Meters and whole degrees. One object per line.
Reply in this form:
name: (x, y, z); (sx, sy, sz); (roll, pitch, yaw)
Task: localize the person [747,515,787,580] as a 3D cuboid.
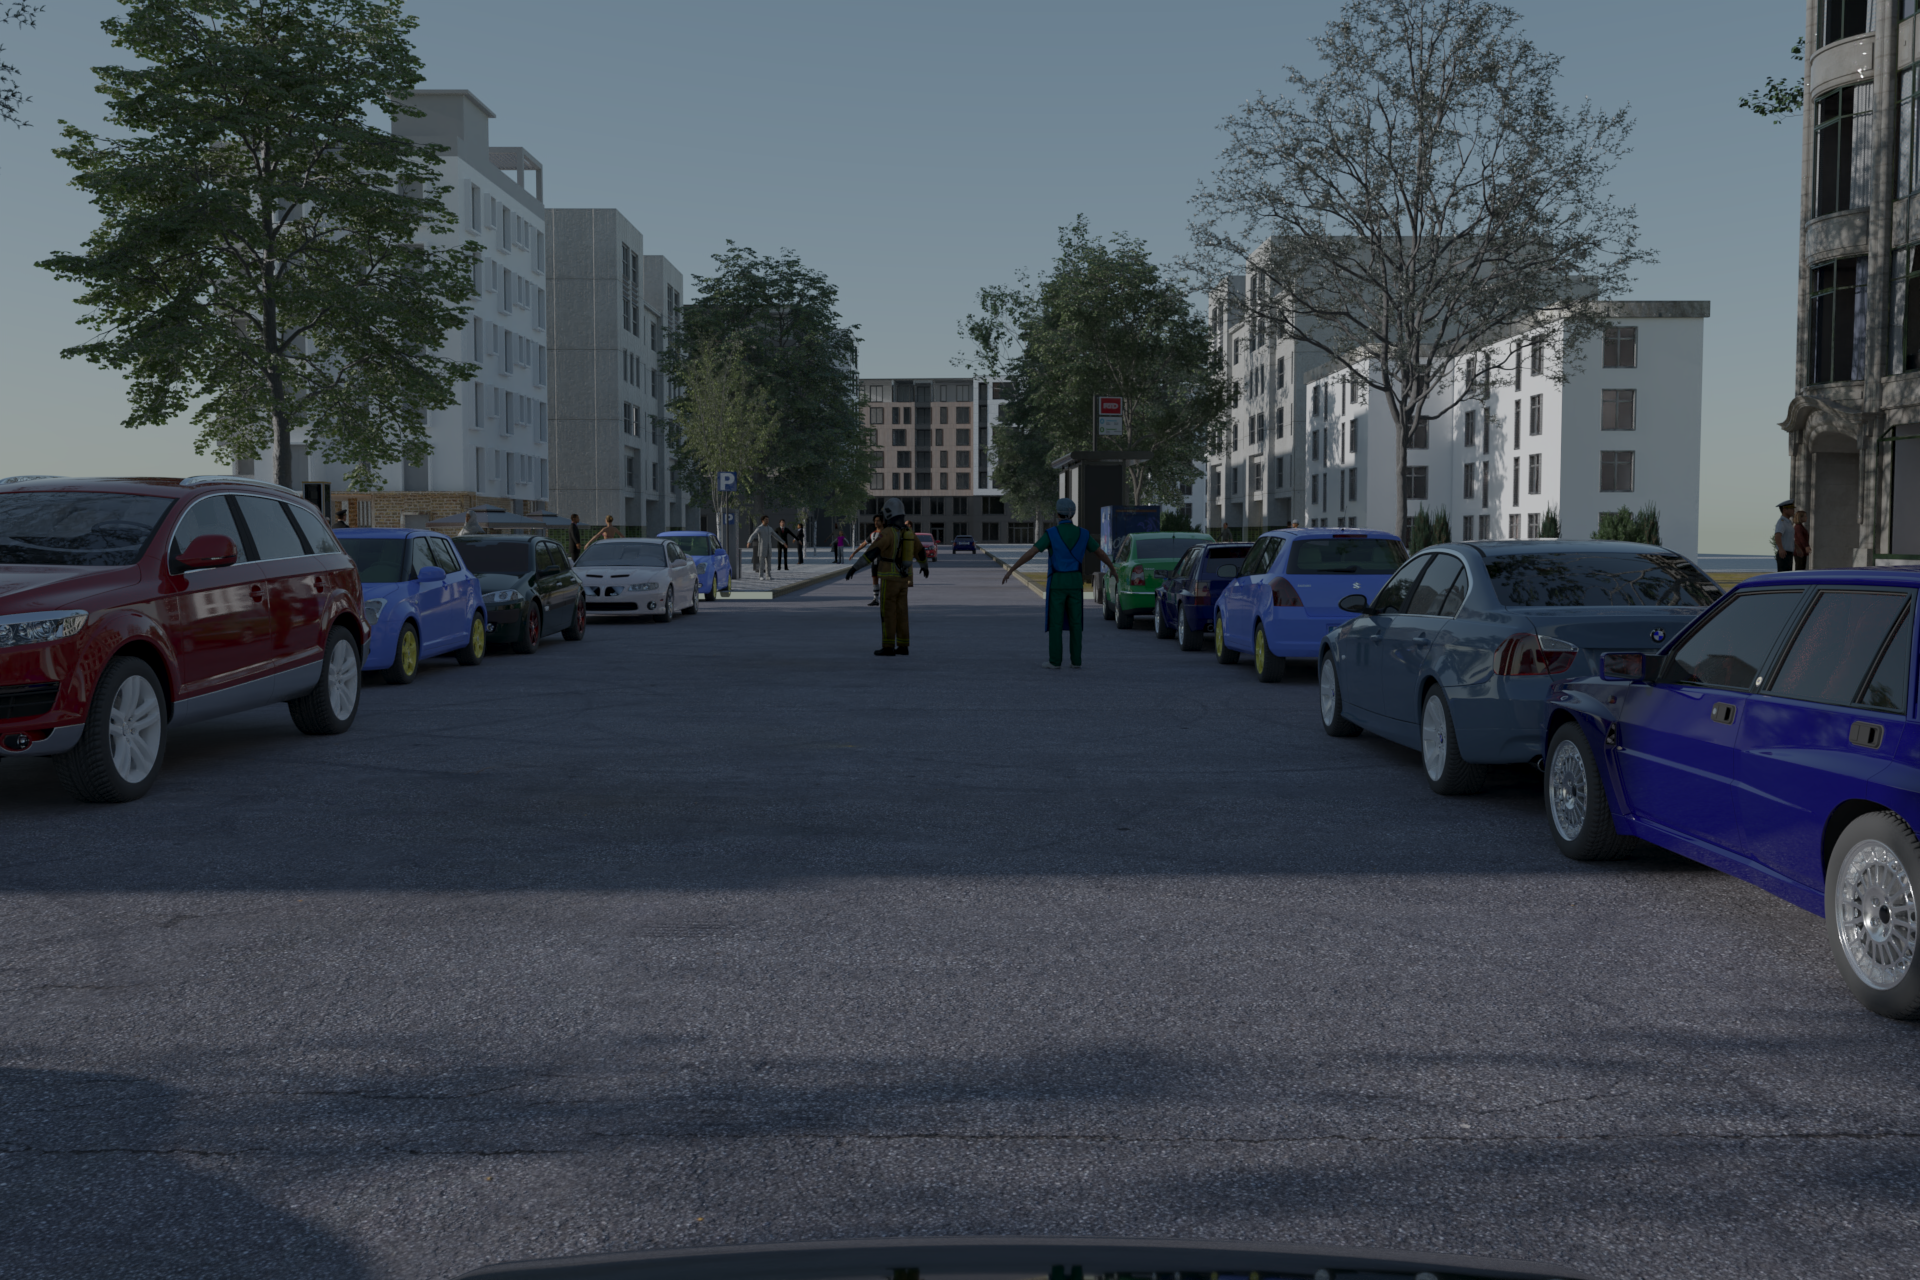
person: (-5.445, -2.592, 48.565); (1.347, 1.806, 0.705); (-3, 5, -41)

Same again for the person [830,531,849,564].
person: (-5.123, -3.954, 73.907); (0.991, 1.433, 0.599); (2, 4, 29)

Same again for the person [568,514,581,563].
person: (-9.877, -2.344, 44.554); (0.704, 1.802, 1.346); (-1, 4, -13)

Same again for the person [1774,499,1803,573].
person: (13.455, -1.369, 28.179); (0.704, 1.855, 1.343); (3, 4, 37)

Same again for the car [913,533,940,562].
car: (-2.100, -4.985, 90.549); (2.155, 1.783, 4.494); (0, 4, 0)

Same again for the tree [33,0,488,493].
tree: (-12.659, -6.915, 31.182); (7.486, 12.596, 7.792); (0, 3, 0)

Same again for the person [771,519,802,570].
person: (-6.260, -3.362, 61.160); (1.347, 1.806, 0.705); (-1, 4, -13)

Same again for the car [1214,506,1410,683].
car: (3.697, -0.514, 18.002); (1.945, 1.707, 3.694); (0, 4, -1)

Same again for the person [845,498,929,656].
person: (-0.794, -0.748, 20.452); (0.705, 1.858, 1.354); (3, 5, 42)

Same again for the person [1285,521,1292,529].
person: (13.453, -3.953, 70.767); (1.346, 1.812, 0.704); (1, 4, 16)

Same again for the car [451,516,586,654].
car: (-5.936, -0.742, 21.919); (2.009, 1.686, 4.222); (0, 3, 0)

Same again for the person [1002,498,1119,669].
person: (1.108, -0.605, 18.482); (1.347, 1.817, 0.704); (-1, 4, -19)

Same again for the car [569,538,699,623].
car: (-5.610, -1.050, 29.530); (2.083, 1.381, 4.827); (0, 3, 0)

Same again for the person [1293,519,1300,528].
person: (11.005, -3.106, 57.255); (0.721, 1.772, 1.216); (1, 4, 9)

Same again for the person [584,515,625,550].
person: (-8.458, -2.128, 41.589); (1.217, 1.733, 0.721); (-3, 5, -42)

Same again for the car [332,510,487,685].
car: (-6.077, -0.490, 17.609); (1.945, 1.707, 3.694); (0, 3, 0)

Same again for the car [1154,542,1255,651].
car: (3.551, -0.608, 22.529); (1.945, 1.354, 3.894); (0, 4, 0)

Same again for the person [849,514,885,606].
person: (-1.608, -1.579, 34.414); (1.345, 1.843, 0.704); (2, 4, 34)

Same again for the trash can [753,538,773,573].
trash can: (-6.590, -2.813, 57.639); (0.748, 1.137, 0.748); (0, 3, 0)

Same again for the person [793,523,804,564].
person: (-6.829, -4.066, 73.192); (0.721, 1.740, 1.216); (1, 4, 11)

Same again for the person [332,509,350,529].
person: (-13.840, -2.015, 38.874); (1.347, 1.837, 0.705); (2, 4, 27)

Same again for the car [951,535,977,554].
car: (0.301, -6.923, 125.772); (1.945, 1.354, 3.894); (0, 4, 0)

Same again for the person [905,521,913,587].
person: (-1.405, -2.331, 46.848); (0.705, 1.796, 1.348); (0, 4, -8)

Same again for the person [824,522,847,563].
person: (-5.421, -4.297, 76.380); (1.348, 1.813, 0.705); (3, 4, 38)

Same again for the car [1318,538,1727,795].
car: (3.469, 0.074, 10.789); (2.014, 1.417, 4.499); (0, 3, 0)

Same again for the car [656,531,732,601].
car: (-6.065, -1.746, 38.138); (1.945, 1.707, 3.694); (0, 3, 0)

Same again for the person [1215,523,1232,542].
person: (11.920, -4.382, 77.914); (0.705, 1.796, 1.348); (-2, 4, -24)

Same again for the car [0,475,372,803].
car: (-5.419, -0.137, 10.916); (2.281, 1.827, 5.304); (0, 3, 0)

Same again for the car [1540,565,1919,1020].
car: (3.547, 0.374, 6.461); (1.945, 1.354, 3.894); (0, 4, -1)

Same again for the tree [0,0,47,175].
tree: (-11.751, -6.281, 13.064); (12.009, 13.543, 11.850); (0, 3, 0)

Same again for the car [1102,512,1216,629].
car: (3.257, -1.142, 27.463); (1.959, 1.807, 4.718); (0, 4, 0)

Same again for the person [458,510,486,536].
person: (-9.439, -1.618, 33.222); (1.217, 1.736, 0.721); (2, 4, 33)

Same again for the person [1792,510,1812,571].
person: (16.003, -1.591, 32.820); (0.721, 1.729, 1.215); (1, 4, 21)
